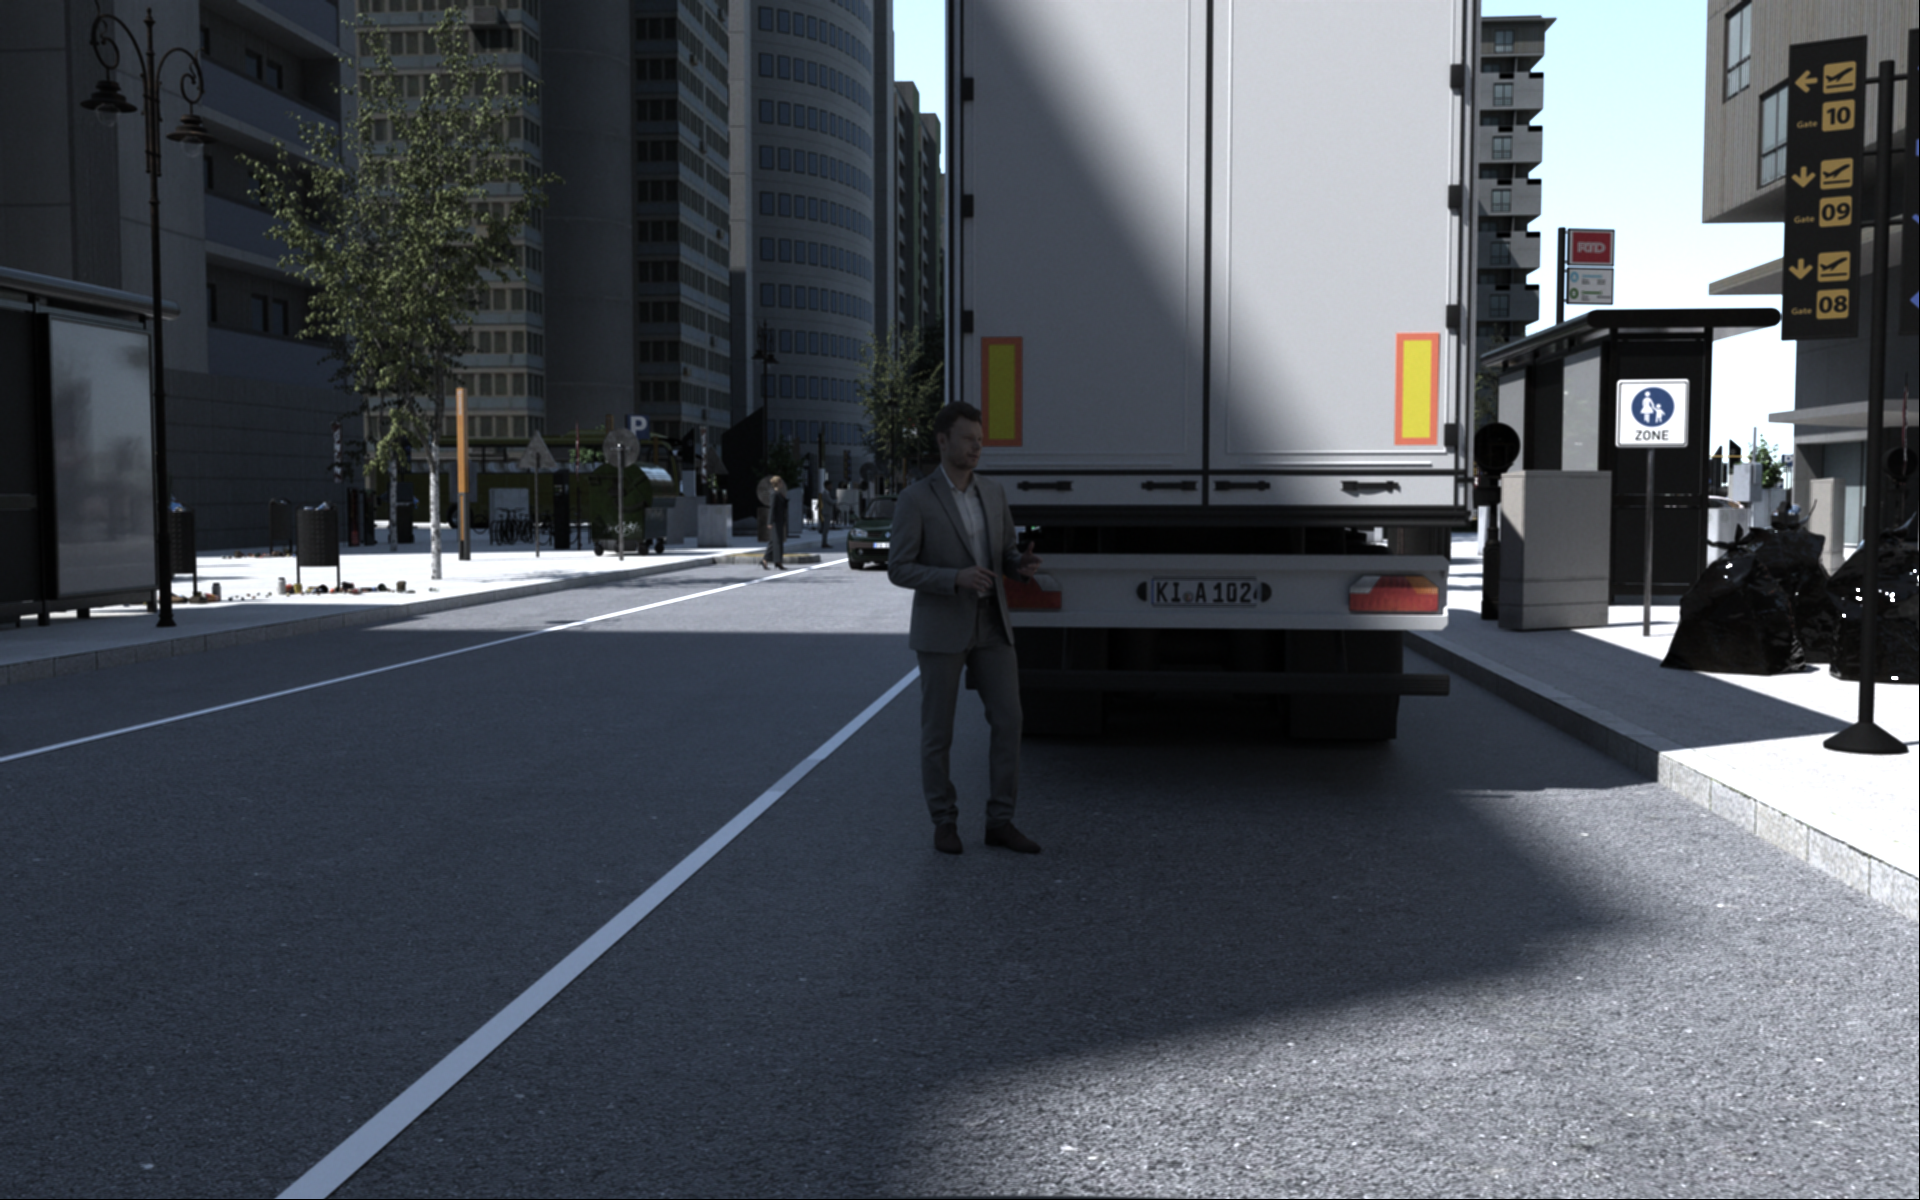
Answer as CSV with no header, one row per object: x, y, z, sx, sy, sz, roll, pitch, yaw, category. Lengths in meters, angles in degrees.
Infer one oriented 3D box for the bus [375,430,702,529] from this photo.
-16.152,-4.610,66.923,12.252,3.916,2.896,0,4,4,bus

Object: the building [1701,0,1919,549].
32.342,-27.084,32.057,28.713,52.752,27.495,0,4,5,building

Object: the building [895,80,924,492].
-11.630,-29.574,167.133,14.154,41.232,14.086,0,4,5,building

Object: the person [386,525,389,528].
-22.685,-3.466,69.444,0.640,1.303,0.475,0,4,-7,person

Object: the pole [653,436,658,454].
-10.690,-4.103,60.930,0.158,3.312,0.155,0,3,0,pole

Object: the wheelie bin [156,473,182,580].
-12.133,-1.101,25.918,0.980,1.594,0.693,-1,4,-14,wheelie bin

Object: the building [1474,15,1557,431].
47.761,-36.806,191.016,28.713,52.752,27.495,0,4,5,building

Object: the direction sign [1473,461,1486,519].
23.856,-5.365,79.709,0.379,3.537,0.876,-2,4,-27,direction sign

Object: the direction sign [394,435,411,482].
-20.497,-4.385,63.699,0.379,3.537,0.876,2,4,25,direction sign

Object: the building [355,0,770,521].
-25.832,-24.547,93.230,32.217,40.220,23.993,0,4,5,building

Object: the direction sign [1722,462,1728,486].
54.786,-8.081,124.124,0.876,3.537,0.379,-3,5,-45,direction sign

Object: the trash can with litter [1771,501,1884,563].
8.404,-0.382,17.305,1.678,1.210,2.233,2,4,33,trash can with litter

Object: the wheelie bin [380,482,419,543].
-14.642,-2.284,45.249,0.980,1.594,0.693,-1,4,-18,wheelie bin

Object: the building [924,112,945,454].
-9.666,-30.427,181.070,14.154,41.232,14.086,0,4,5,building

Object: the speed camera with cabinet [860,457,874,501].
-5.481,-5.980,92.108,2.038,3.252,0.660,2,4,32,speed camera with cabinet

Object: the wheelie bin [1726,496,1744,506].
38.007,-4.697,84.701,0.980,1.594,0.693,1,4,14,wheelie bin

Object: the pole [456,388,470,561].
-9.581,-2.420,33.404,0.158,3.312,0.155,0,3,0,pole

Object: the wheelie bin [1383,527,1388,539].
12.121,-2.548,49.560,0.980,1.594,0.693,2,4,31,wheelie bin

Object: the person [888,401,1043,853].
0.052,0.110,6.901,0.606,1.804,0.583,-3,4,-37,person

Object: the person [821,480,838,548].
-3.483,-2.300,46.282,0.466,1.800,0.511,-1,4,-18,person

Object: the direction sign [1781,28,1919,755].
4.549,-1.015,8.599,0.876,3.537,0.379,2,4,33,direction sign

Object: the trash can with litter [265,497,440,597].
-7.937,-0.696,22.435,2.233,1.210,1.678,0,4,-8,trash can with litter

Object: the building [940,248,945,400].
-9.186,-25.934,195.718,14.160,30.474,14.107,0,4,5,building

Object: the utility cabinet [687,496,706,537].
-8.082,-2.483,51.751,1.020,1.237,0.306,-3,5,-43,utility cabinet

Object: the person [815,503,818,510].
-5.296,-3.564,66.681,0.656,1.842,0.836,1,4,15,person

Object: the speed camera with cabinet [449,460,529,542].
-12.843,-3.234,47.213,2.038,3.252,0.660,-2,4,-25,speed camera with cabinet

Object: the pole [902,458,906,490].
-3.133,-6.323,97.230,0.158,3.312,0.155,0,3,0,pole

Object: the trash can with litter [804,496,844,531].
-4.920,-3.082,61.447,1.678,1.210,2.233,2,4,27,trash can with litter

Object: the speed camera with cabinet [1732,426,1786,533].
23.684,-3.483,51.283,2.038,3.252,0.660,-3,4,-36,speed camera with cabinet

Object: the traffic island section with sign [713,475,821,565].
-3.980,-1.686,36.195,1.989,1.847,2.006,0,4,5,traffic island section with sign

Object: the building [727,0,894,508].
-17.072,-35.721,126.034,21.231,58.520,28.212,0,4,5,building

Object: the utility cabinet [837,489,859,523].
-4.908,-4.115,75.965,0.318,1.500,1.173,-3,5,-45,utility cabinet

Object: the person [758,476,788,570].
-3.510,-1.456,32.728,0.534,1.772,0.576,-1,4,-20,person

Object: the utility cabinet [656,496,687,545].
-7.411,-2.022,44.216,0.306,1.237,1.020,1,4,17,utility cabinet

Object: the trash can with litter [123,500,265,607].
-9.685,-0.577,20.498,2.233,1.210,1.678,0,4,-4,trash can with litter

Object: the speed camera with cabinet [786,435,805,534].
-5.454,-3.844,57.187,0.660,3.252,2.038,0,4,-3,speed camera with cabinet

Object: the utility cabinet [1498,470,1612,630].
5.650,-0.476,16.464,1.173,1.500,0.318,-2,4,-30,utility cabinet

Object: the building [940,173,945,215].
-5.786,-39.188,264.432,21.300,48.544,21.600,0,4,5,building

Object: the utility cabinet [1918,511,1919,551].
10.945,-0.463,18.734,1.020,1.237,0.306,2,4,29,utility cabinet

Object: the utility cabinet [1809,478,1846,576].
12.087,-0.948,24.176,0.318,1.500,1.173,2,4,34,utility cabinet

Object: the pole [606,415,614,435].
-9.010,-3.110,44.688,0.158,3.312,0.155,0,3,0,pole

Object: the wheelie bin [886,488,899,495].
-3.221,-4.615,83.360,0.693,1.594,0.980,-2,4,-30,wheelie bin
